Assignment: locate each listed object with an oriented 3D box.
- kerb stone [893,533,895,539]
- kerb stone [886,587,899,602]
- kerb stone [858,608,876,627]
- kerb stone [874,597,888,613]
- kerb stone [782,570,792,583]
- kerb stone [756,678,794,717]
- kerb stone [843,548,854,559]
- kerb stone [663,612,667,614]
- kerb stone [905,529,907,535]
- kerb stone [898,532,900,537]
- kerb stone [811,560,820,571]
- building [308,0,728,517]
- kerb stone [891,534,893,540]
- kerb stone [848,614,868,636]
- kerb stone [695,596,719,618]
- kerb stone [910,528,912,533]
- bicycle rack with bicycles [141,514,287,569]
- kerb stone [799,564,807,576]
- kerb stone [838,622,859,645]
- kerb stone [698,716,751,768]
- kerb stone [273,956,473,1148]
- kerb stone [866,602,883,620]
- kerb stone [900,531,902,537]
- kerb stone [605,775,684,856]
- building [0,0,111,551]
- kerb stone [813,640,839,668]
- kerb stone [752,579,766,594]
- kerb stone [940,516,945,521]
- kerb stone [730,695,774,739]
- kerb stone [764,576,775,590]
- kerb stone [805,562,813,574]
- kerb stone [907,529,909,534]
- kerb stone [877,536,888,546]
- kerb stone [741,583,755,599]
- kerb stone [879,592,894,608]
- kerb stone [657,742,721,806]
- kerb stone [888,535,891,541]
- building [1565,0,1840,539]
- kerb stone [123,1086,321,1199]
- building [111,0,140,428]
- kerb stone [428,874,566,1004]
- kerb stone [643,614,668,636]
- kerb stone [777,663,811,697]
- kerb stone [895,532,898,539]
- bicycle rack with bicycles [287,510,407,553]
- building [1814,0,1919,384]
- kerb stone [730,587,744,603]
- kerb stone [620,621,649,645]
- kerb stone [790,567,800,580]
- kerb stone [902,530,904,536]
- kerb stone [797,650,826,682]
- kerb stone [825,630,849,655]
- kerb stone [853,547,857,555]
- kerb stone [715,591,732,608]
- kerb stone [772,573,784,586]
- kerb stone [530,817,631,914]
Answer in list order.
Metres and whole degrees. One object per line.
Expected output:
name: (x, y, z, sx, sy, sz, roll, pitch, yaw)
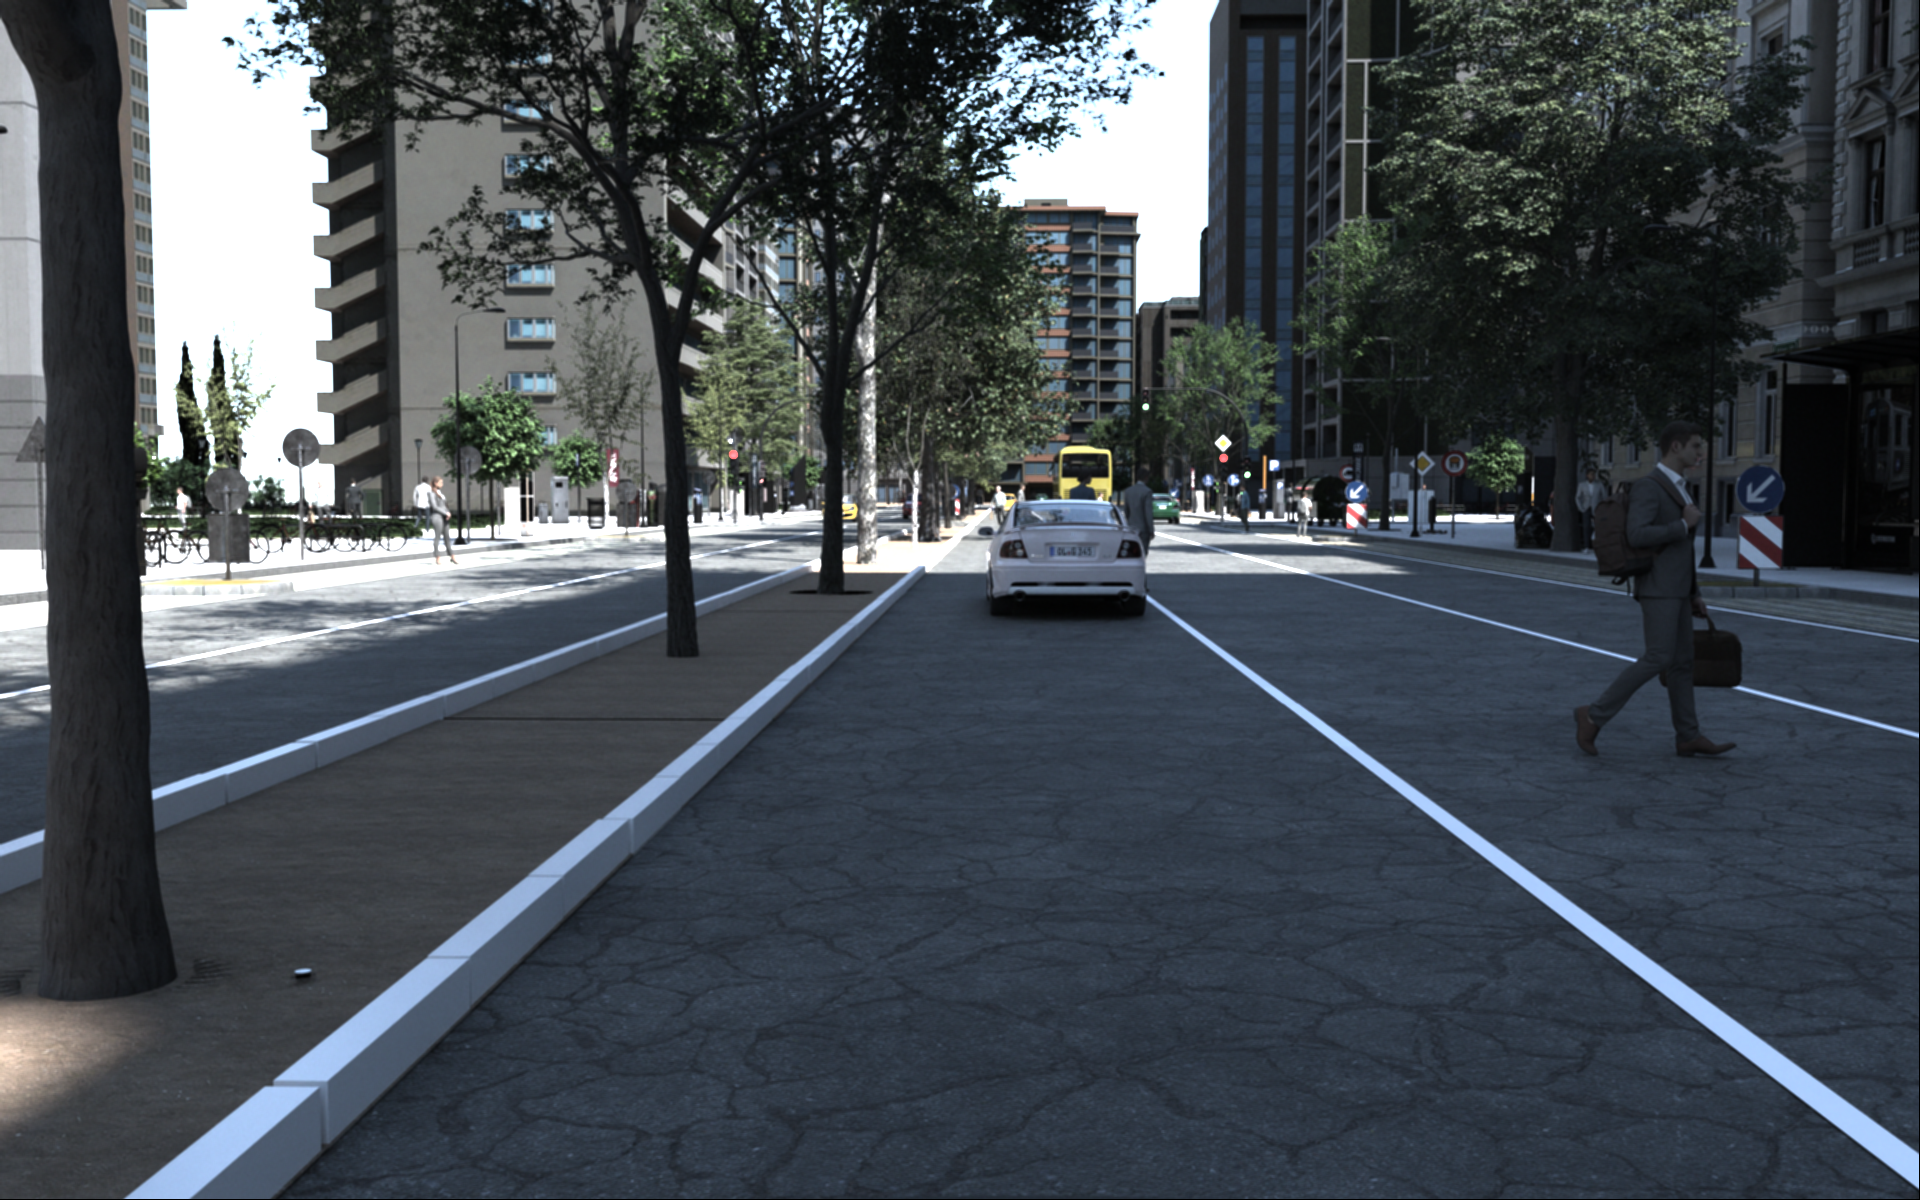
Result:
kerb stone: (-2.173, -1.909, 53.560, 0.120, 0.150, 1.000, 0, 4, 2)
kerb stone: (-0.921, -0.032, 22.724, 0.120, 0.150, 1.000, 0, 4, 2)
kerb stone: (-1.034, 0.219, 18.622, 0.120, 0.150, 1.000, 0, 4, 2)
kerb stone: (-0.979, 0.099, 20.672, 0.120, 0.150, 1.000, 0, 4, 2)
kerb stone: (-2.869, -0.350, 27.955, 0.120, 0.150, 1.000, 0, 4, 2)
kerb stone: (-1.236, 0.659, 11.454, 0.120, 0.150, 1.000, 0, 4, 2)
kerb stone: (-2.565, -1.041, 39.217, 0.120, 0.150, 1.000, 0, 4, 2)
kerb stone: (-3.130, 0.212, 18.731, 0.120, 0.150, 1.000, 0, 4, 2)
kerb stone: (-1.993, -2.288, 59.714, 0.120, 0.150, 1.000, 0, 4, 2)
kerb stone: (-2.104, -2.042, 55.605, 0.120, 0.150, 1.000, 0, 4, 2)
kerb stone: (-2.759, -0.603, 32.047, 0.120, 0.150, 1.000, 0, 4, 2)
building: (-26.809, -29.534, 106.584, 21.300, 48.544, 21.600, 0, 4, 2)
kerb stone: (-2.200, -1.855, 52.528, 0.120, 0.150, 1.000, 0, 4, 2)
kerb stone: (-1.058, 0.281, 17.600, 0.120, 0.150, 1.000, 0, 4, 2)
kerb stone: (-3.071, 0.087, 20.778, 0.120, 0.150, 1.000, 0, 4, 2)
kerb stone: (-1.906, -2.483, 62.788, 0.120, 0.150, 1.000, 0, 4, 2)
bicycle rack with bicycles: (-14.359, -1.086, 31.143, 2.925, 0.926, 2.852, 2, 4, 23)
kerb stone: (-2.816, -0.477, 29.998, 0.120, 0.150, 1.000, 0, 4, 2)
kerb stone: (-1.097, 0.347, 16.579, 0.120, 0.150, 1.000, 0, 4, 2)
kerb stone: (-1.286, 0.782, 9.405, 0.120, 0.150, 1.000, 0, 4, 2)
kerb stone: (-1.428, 1.095, 4.289, 0.120, 0.150, 1.000, 0, 4, 2)
kerb stone: (-1.002, 0.156, 19.644, 0.120, 0.150, 1.000, 0, 4, 2)
kerb stone: (-2.080, -2.107, 56.639, 0.120, 0.150, 1.000, 0, 4, 2)
kerb stone: (-1.339, 0.908, 7.353, 0.120, 0.150, 1.000, 0, 4, 2)
building: (-31.656, -29.709, 27.746, 21.231, 58.520, 28.212, 0, 4, 2)
kerb stone: (-1.145, 0.470, 14.523, 0.120, 0.150, 1.000, 0, 4, 2)
kerb stone: (-2.957, -0.164, 24.883, 0.120, 0.150, 1.000, 0, 4, 2)
kerb stone: (-0.937, -4.645, 98.133, 0.120, 0.150, 1.000, 0, 4, 2)
kerb stone: (-1.260, 0.720, 10.427, 0.120, 0.150, 1.000, 0, 4, 2)
kerb stone: (-2.929, -0.227, 25.907, 0.120, 0.150, 1.000, 0, 4, 2)
kerb stone: (-2.795, -0.535, 31.021, 0.120, 0.150, 1.000, 0, 4, 2)
kerb stone: (-1.965, -2.353, 60.745, 0.120, 0.150, 1.000, 0, 4, 2)
kerb stone: (-2.252, -1.728, 50.475, 0.120, 0.150, 1.000, 0, 4, 2)
kerb stone: (-2.988, -0.102, 23.860, 0.120, 0.150, 1.000, 0, 4, 2)
kerb stone: (-0.950, 0.030, 21.702, 0.120, 0.150, 1.000, 0, 4, 2)
kerb stone: (-1.314, 0.845, 8.375, 0.120, 0.150, 1.000, 0, 4, 2)
kerb stone: (-2.221, -1.792, 51.496, 0.120, 0.150, 1.000, 0, 4, 2)
building: (28.679, -16.444, 54.764, 13.634, 28.700, 20.117, 0, 4, 2)
kerb stone: (-1.458, 1.159, 3.254, 0.120, 0.150, 1.000, 0, 4, 2)
building: (-40.075, -25.156, 61.419, 14.200, 45.320, 14.600, 0, 4, 2)
kerb stone: (-1.405, 1.033, 5.311, 0.120, 0.150, 1.000, 0, 4, 2)
kerb stone: (-3.156, 0.275, 17.705, 0.120, 0.150, 1.000, 0, 4, 2)
kerb stone: (-1.211, 0.595, 12.477, 0.120, 0.150, 1.000, 0, 4, 2)
kerb stone: (-2.141, -1.981, 54.583, 0.120, 0.150, 1.000, 0, 4, 2)
bicycle rack with bicycles: (-13.734, -1.534, 38.467, 2.925, 0.926, 2.852, 0, 3, 0)
building: (27.035, -12.605, 34.970, 11.050, 23.489, 19.941, 0, 4, 2)
kerb stone: (-3.014, -0.034, 22.834, 0.120, 0.150, 1.000, 0, 4, 2)
kerb stone: (-3.184, 0.338, 16.683, 0.120, 0.150, 1.000, 0, 4, 2)
kerb stone: (-2.843, -0.415, 28.976, 0.120, 0.150, 1.000, 0, 4, 2)
kerb stone: (-2.052, -2.169, 57.661, 0.120, 0.150, 1.000, 0, 4, 2)
kerb stone: (-1.174, 0.533, 13.498, 0.120, 0.150, 1.000, 0, 4, 2)
kerb stone: (-1.121, 0.408, 15.549, 0.120, 0.150, 1.000, 0, 4, 2)
kerb stone: (-2.536, -1.093, 40.249, 0.120, 0.150, 1.000, 0, 4, 2)
kerb stone: (-3.043, 0.024, 21.806, 0.120, 0.150, 1.000, 0, 4, 2)
kerb stone: (-2.909, -0.290, 26.932, 0.120, 0.150, 1.000, 0, 4, 2)
kerb stone: (-1.380, 0.970, 6.332, 0.120, 0.150, 1.000, 0, 4, 2)
